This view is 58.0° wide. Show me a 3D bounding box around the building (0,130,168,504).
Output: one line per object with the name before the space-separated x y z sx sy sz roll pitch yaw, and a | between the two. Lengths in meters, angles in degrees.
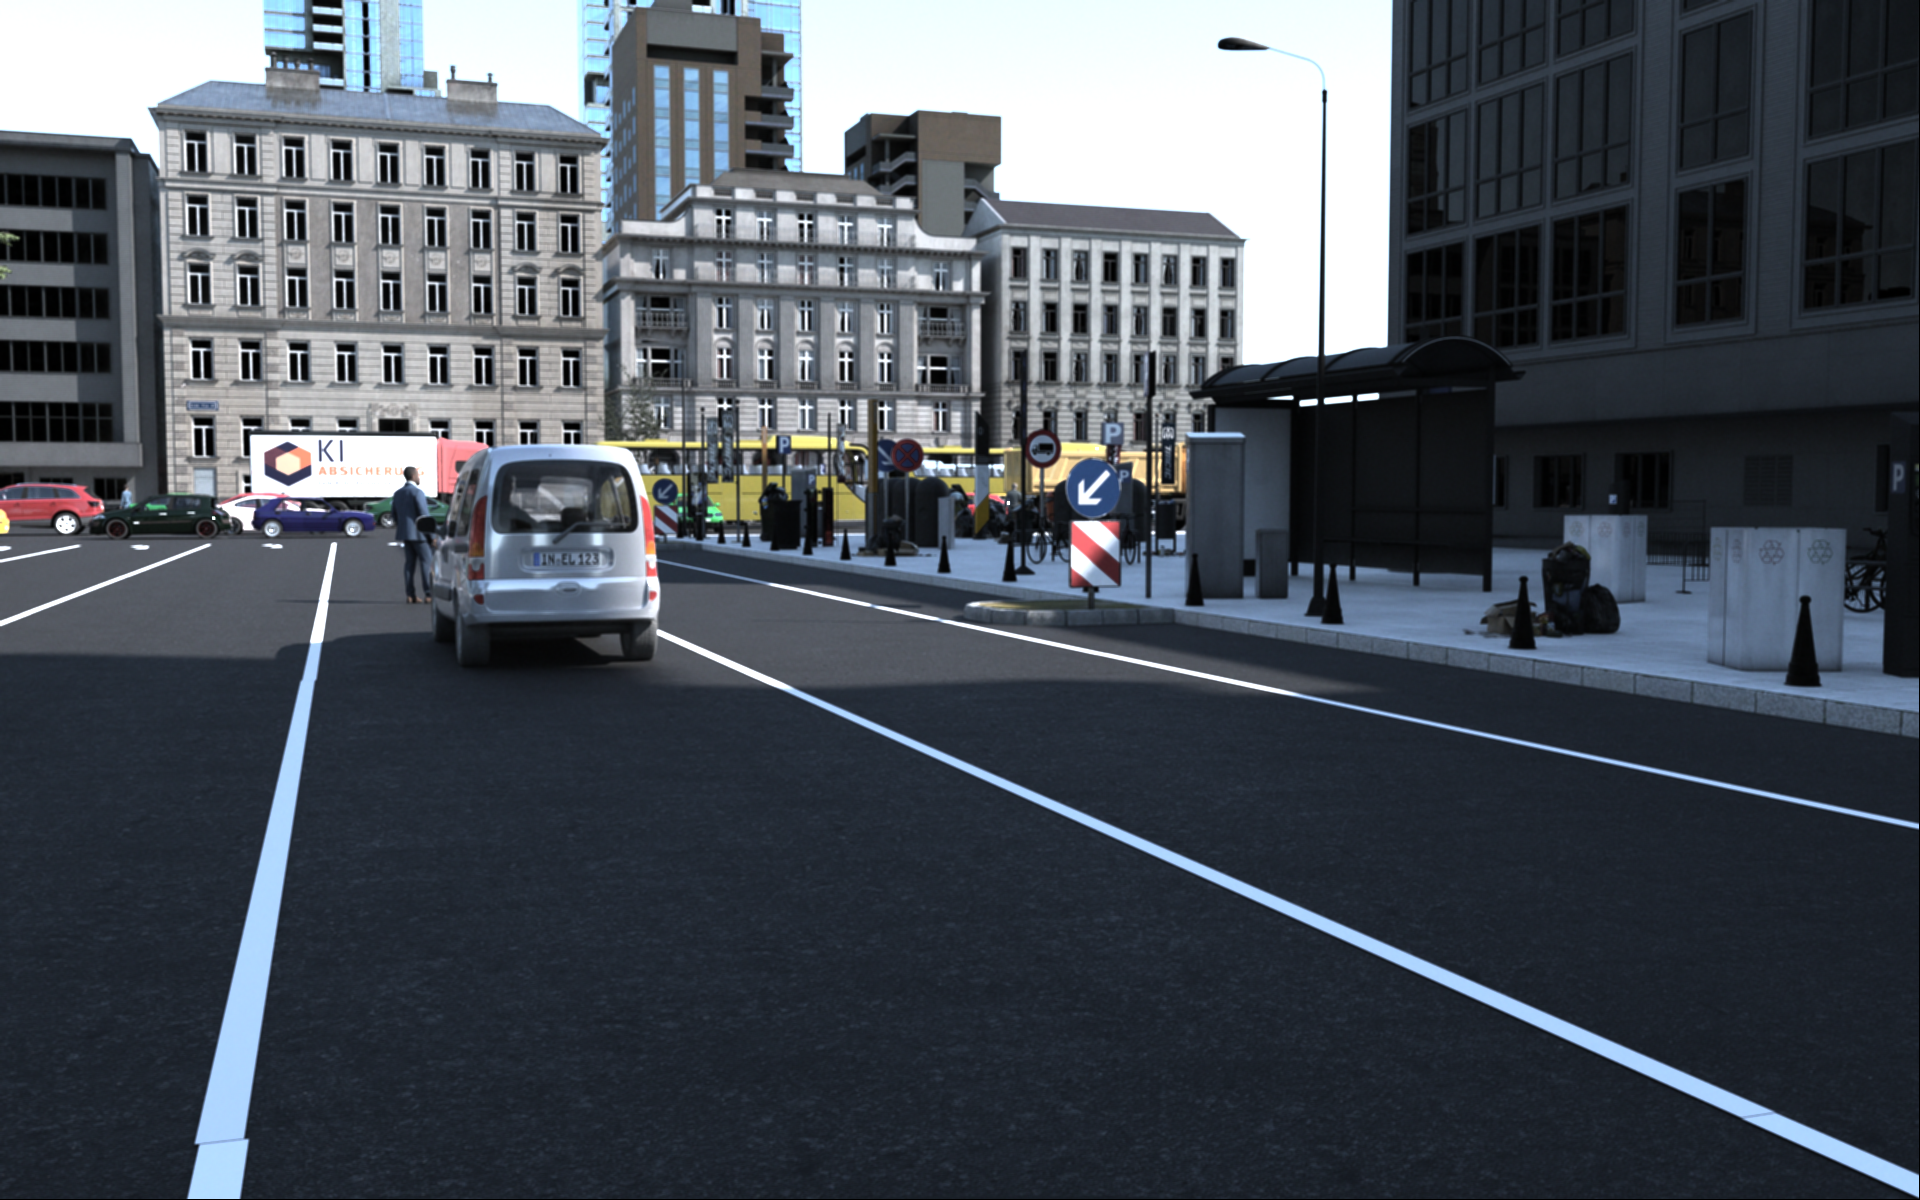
building | -60.982 -16.992 96.892 30.058 24.678 14.314 -1 4 -20

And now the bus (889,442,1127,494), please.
bus | 2.763 -5.564 82.525 12.252 3.916 2.896 -1 4 -21

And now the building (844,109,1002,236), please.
building | -4.491 -33.546 198.588 14.200 45.320 14.600 -1 4 -20

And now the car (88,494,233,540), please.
car | -25.693 -2.809 55.706 4.222 1.686 2.009 -1 4 -19

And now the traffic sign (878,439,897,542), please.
traffic sign | -1.725 -2.460 40.333 0.768 2.556 0.104 -1 4 -14

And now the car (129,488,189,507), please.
car | -31.275 -3.764 70.337 4.718 1.807 1.959 -1 4 -20

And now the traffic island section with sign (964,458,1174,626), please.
traffic island section with sign | 1.124 -0.686 19.850 1.989 1.847 2.006 -1 4 -20

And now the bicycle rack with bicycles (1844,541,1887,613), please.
bicycle rack with bicycles | 9.767 -0.289 18.105 2.852 0.926 2.925 -2 4 -31

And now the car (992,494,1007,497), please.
car | 2.196 -4.181 78.581 3.980 1.641 2.015 -1 4 -20

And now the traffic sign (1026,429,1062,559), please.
traffic sign | 1.613 -2.078 34.080 0.768 2.556 0.104 -1 4 -13

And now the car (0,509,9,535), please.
car | -30.441 -2.510 51.260 3.980 1.641 2.015 -1 4 -20

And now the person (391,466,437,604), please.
person | -7.135 -0.858 22.718 0.721 1.800 0.419 2 4 24

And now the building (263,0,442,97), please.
building | -90.537 -57.848 258.493 31.000 86.520 22.319 -1 4 -20

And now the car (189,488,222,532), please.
car | -28.223 -3.305 63.817 2.009 1.686 4.222 -1 4 -19

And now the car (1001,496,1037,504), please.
car | 3.020 -3.938 76.387 4.499 1.417 2.014 -1 4 -20

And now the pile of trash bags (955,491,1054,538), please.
pile of trash bags | 1.534 -2.534 51.178 3.447 1.369 1.912 -2 4 -24

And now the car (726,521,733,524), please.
car | -12.157 -4.376 83.343 2.131 1.459 4.920 -1 4 -20

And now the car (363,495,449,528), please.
car | -23.152 -3.829 74.402 4.920 1.459 2.131 -1 4 -19

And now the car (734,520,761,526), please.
car | -8.459 -4.136 79.427 4.920 1.459 2.131 -1 4 -21

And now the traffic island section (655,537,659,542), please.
traffic island section | -10.230 -1.806 51.815 2.009 0.180 2.903 -1 4 -20

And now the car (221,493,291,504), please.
car | -28.386 -3.649 68.706 4.494 1.783 2.155 -1 4 -19

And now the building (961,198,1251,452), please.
building | 9.436 -16.503 118.983 18.267 20.994 9.793 -1 4 -20

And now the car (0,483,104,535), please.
car | -32.683 -3.159 60.321 5.304 1.827 2.281 -1 4 -20

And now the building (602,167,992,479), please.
building | -11.506 -16.624 113.595 24.055 21.916 13.314 -1 4 -20

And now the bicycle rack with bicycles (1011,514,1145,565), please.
bicycle rack with bicycles | 2.341 -1.140 32.017 2.852 0.926 2.925 2 4 29

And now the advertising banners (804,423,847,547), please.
advertising banners | -3.253 -2.824 42.363 0.090 3.025 2.074 2 4 26

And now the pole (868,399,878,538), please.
pole | -1.879 -2.662 37.369 0.158 3.312 0.155 0 3 0

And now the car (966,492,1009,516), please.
car | -0.185 -3.582 67.612 4.494 1.783 2.155 -1 4 -18

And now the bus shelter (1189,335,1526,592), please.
bus shelter | 5.433 -1.883 24.716 2.014 3.302 5.546 -1 4 -20

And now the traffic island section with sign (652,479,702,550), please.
traffic island section with sign | -7.941 -2.243 45.308 1.989 1.847 2.006 -1 4 -20

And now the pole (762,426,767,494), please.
pole | -5.891 -3.571 52.231 0.158 3.312 0.155 0 3 0

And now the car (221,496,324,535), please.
car | -24.418 -3.012 61.600 4.827 1.381 2.083 -1 4 -18

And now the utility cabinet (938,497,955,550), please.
utility cabinet | -0.322 -1.791 40.439 0.306 1.237 1.020 0 4 6

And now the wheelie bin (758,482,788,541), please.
wheelie bin | -5.059 -2.396 47.090 0.693 1.594 0.980 1 4 11

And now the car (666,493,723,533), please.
car | -10.172 -3.467 65.478 1.959 1.807 4.718 -1 4 -19

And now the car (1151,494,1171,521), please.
car | 9.483 -4.287 81.885 4.920 1.459 2.131 -1 4 -19

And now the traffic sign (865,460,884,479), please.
traffic sign | -2.506 -2.970 50.696 0.606 2.300 0.079 -1 4 -19

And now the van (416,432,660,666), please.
van | -3.919 -0.547 15.954 2.013 2.044 4.112 -1 4 -21

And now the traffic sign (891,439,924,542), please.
traffic sign | -1.222 -2.441 40.013 0.768 2.556 0.104 -1 4 -12

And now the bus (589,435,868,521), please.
bus | -9.309 -4.957 72.598 12.252 3.916 2.896 -1 4 -20

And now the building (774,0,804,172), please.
building | -28.567 -53.086 180.629 22.319 86.520 31.000 -1 4 -20

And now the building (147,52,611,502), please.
building | -34.649 -18.826 105.063 25.104 27.353 12.463 -1 4 -20

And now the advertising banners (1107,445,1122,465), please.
advertising banners | 4.289 -3.704 56.745 2.074 3.025 0.090 1 4 12

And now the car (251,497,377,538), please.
car | -21.398 -2.743 57.424 3.894 1.354 1.945 -1 4 -20

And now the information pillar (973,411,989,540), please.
information pillar | 0.613 -3.521 48.929 0.504 3.616 0.183 -3 5 -41

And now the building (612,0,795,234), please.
building | -23.832 -31.163 159.626 14.600 45.320 14.200 -1 4 -20

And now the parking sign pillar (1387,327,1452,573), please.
parking sign pillar | 7.831 -2.456 28.623 1.447 3.967 1.447 1 4 19

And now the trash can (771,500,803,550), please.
trash can | -4.015 -1.749 40.255 0.748 1.137 0.748 0 3 0

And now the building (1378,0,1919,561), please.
building | 20.761 -14.742 34.537 14.314 27.812 24.014 -1 4 -20
